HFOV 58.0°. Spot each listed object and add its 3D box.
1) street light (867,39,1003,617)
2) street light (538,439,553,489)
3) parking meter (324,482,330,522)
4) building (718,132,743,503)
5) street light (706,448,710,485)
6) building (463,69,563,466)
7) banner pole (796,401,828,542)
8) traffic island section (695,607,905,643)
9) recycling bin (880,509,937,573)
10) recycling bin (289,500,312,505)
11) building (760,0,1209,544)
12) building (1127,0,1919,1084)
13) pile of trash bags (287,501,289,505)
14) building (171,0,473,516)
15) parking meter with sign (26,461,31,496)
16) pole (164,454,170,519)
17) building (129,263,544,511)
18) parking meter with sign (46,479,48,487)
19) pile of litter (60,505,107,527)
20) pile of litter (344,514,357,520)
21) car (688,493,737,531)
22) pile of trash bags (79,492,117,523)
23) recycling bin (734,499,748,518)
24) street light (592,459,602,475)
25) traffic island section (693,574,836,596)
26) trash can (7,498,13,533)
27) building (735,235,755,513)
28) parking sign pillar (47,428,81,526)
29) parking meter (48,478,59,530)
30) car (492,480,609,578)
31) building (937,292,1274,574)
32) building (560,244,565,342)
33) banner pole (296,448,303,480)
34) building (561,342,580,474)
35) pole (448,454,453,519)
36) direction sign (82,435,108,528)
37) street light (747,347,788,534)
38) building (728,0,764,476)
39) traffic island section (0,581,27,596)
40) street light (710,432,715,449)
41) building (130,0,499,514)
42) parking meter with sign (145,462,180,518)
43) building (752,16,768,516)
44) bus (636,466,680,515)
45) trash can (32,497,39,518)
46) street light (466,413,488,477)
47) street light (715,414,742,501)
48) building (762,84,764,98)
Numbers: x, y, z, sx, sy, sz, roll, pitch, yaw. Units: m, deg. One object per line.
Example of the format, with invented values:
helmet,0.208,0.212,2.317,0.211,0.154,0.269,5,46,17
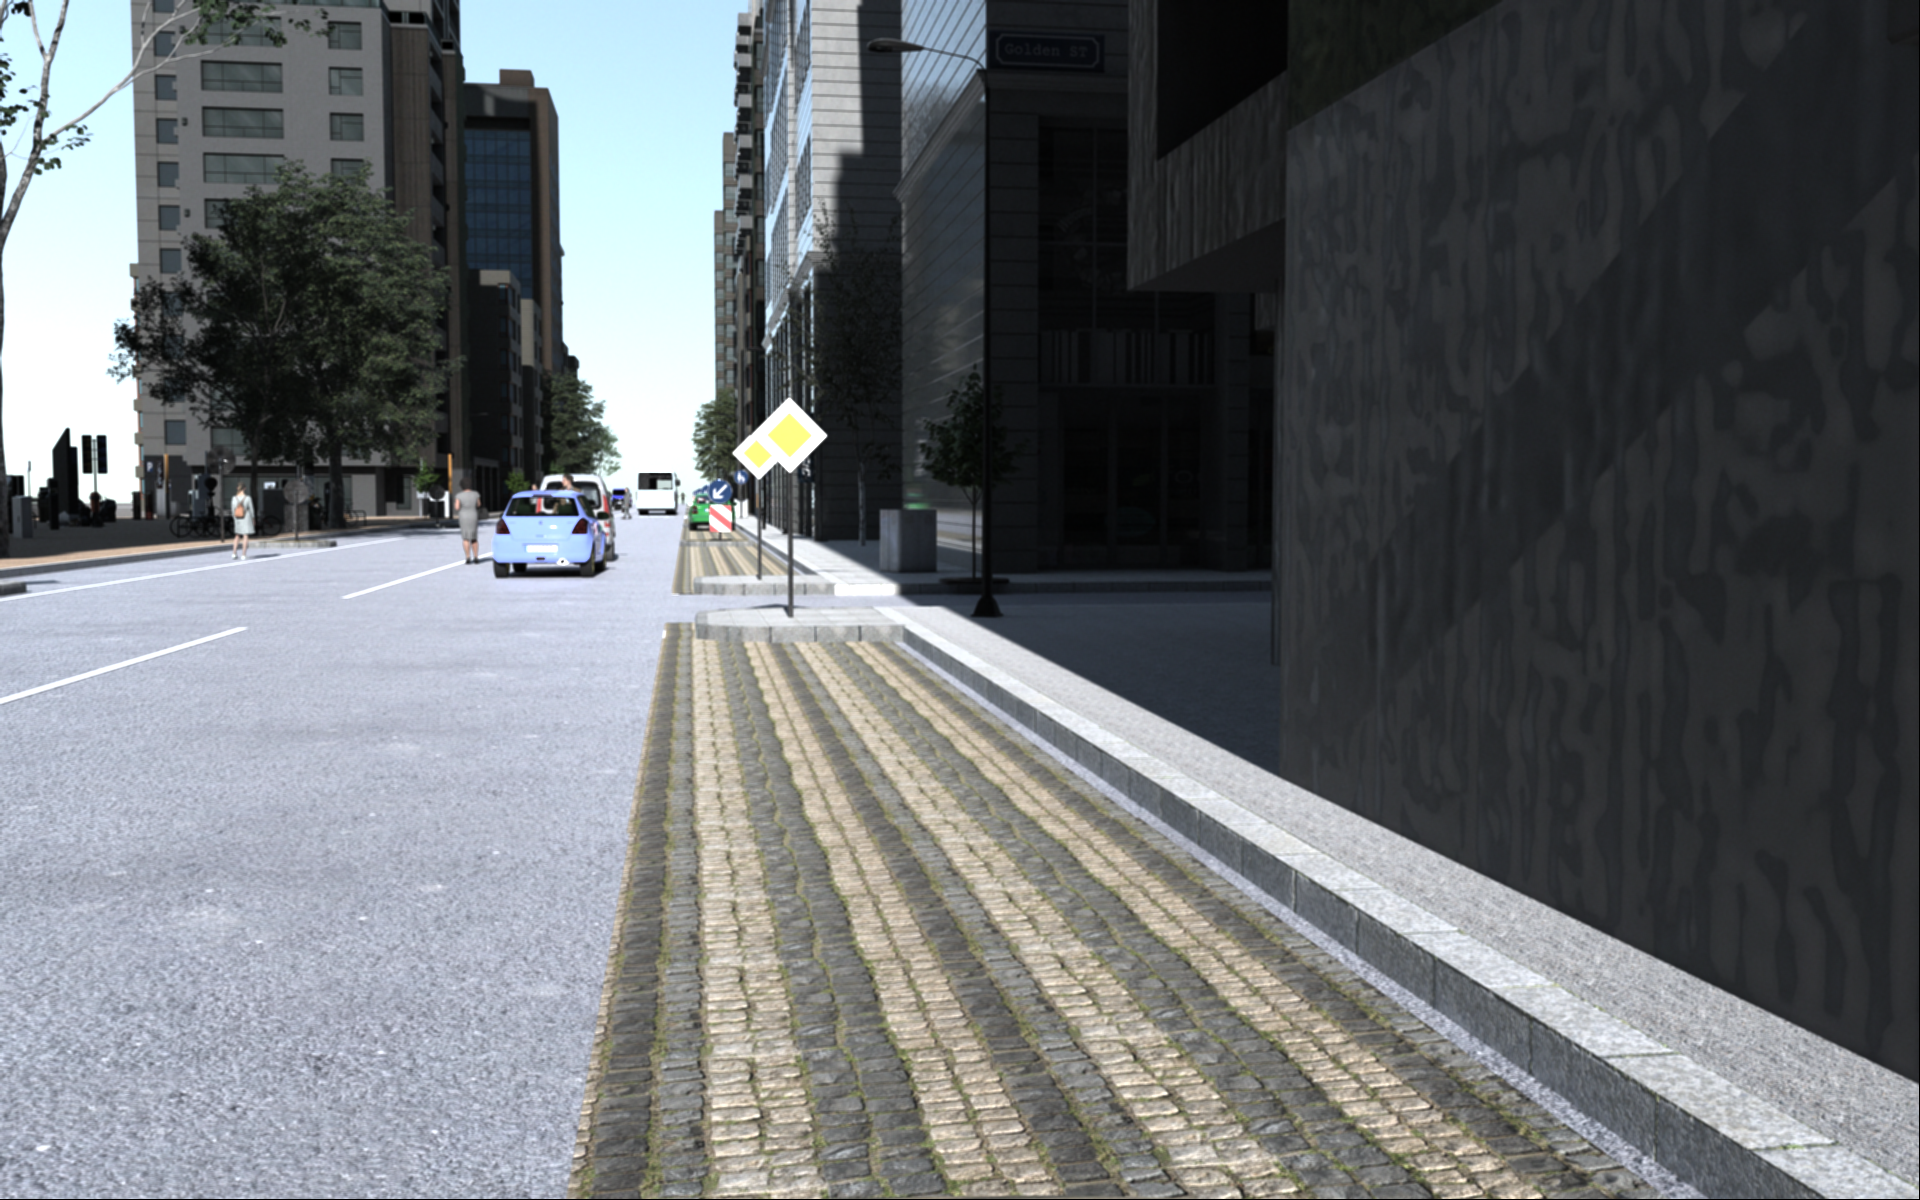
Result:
street light,-0.252,-2.776,17.928,1.470,5.913,1.316,-1,4,-9
street light,-34.787,-10.568,145.328,1.470,5.913,1.316,-1,4,-9
parking meter,-28.590,-4.454,78.528,0.399,1.863,0.255,1,4,22
building,-20.143,-31.556,199.541,14.154,41.232,14.086,-1,4,-9
street light,-24.942,-12.385,175.030,1.470,5.913,1.316,-1,4,-9
building,-50.583,-32.815,186.639,14.600,45.320,14.200,-1,4,-9
banner pole,-3.996,-3.472,46.784,0.863,3.779,0.401,0,4,-4
traffic island section,-1.741,0.259,18.039,2.009,0.180,2.903,-1,4,-9
recycling bin,-0.854,-0.981,28.595,0.722,1.027,0.722,-2,4,-30
recycling bin,-27.740,-3.689,72.867,0.722,1.027,0.722,0,4,-2
building,-1.002,-17.433,62.519,11.434,29.767,29.804,-1,4,-9
building,8.057,-14.579,10.065,14.160,30.474,14.107,-1,4,-9
pile of trash bags,-36.963,-5.151,93.964,1.912,1.369,3.447,-3,4,-38
building,-37.584,-20.321,103.948,14.160,30.474,14.107,-1,4,-9
parking meter with sign,-49.317,-5.737,90.065,1.738,3.016,0.543,-3,5,-41
pole,-40.436,-5.777,88.294,0.158,3.312,0.155,0,3,0
building,-50.600,-18.417,146.157,27.650,21.520,28.899,-1,4,-9
parking meter with sign,-46.196,-5.632,88.338,1.738,3.016,0.543,2,4,33
pile of litter,-34.744,-3.341,68.587,1.719,0.858,1.176,-2,4,-26
pile of litter,-30.500,-4.354,85.160,1.719,0.858,1.176,-1,4,-22
car,-9.801,-3.655,68.554,1.959,1.807,4.718,0,4,-8
pile of trash bags,-39.172,-4.191,78.279,1.912,1.369,3.447,-2,4,-31
recycling bin,-11.775,-4.928,93.127,0.722,1.027,0.722,-1,4,-8
street light,-47.677,-15.590,227.429,1.470,5.913,1.316,-1,4,-9
traffic island section,-2.977,-0.223,25.929,2.009,0.180,2.903,-1,4,-9
trash can,-31.119,-2.751,56.626,0.748,1.137,0.748,0,3,0
building,-2.817,-17.573,132.360,27.650,21.520,28.899,-1,4,-9
parking sign pillar,-36.638,-5.044,70.937,1.447,3.967,1.447,3,4,38
parking meter,-32.605,-3.462,62.308,0.255,1.863,0.399,-3,4,-37
car,-7.287,-1.308,30.970,1.945,1.707,3.694,0,4,-7
building,14.124,-15.716,34.453,29.804,29.767,11.434,-1,4,-9
building,-66.589,-33.147,233.828,32.217,40.220,23.993,-1,4,-9
banner pole,-33.764,-6.029,88.591,0.401,3.779,0.863,0,4,7
building,-60.772,-22.232,208.531,27.650,21.520,28.899,-1,4,-9
pole,-25.961,-5.775,88.257,0.158,3.312,0.155,0,3,0
direction sign,-33.158,-4.552,66.420,0.876,3.537,0.379,-1,4,-10
street light,-6.044,-5.041,54.963,1.470,5.913,1.316,-1,4,-9
building,-9.525,-33.105,160.875,23.786,49.044,30.456,-1,4,-9
traffic island section,-14.430,-0.114,24.147,2.009,0.180,2.903,-1,4,-9
street light,-17.758,-9.597,129.451,1.470,5.913,1.316,-1,4,-9
building,-43.447,-41.690,119.880,20.563,71.187,20.611,-1,4,-9
parking meter with sign,-43.053,-5.955,93.620,1.738,3.016,0.543,1,4,10
building,-6.134,-20.682,109.846,14.160,30.474,14.107,-1,4,-9
bus,-21.183,-7.745,121.489,2.948,3.499,13.247,-1,4,-8
trash can,-49.386,-4.943,92.467,0.748,1.137,0.748,0,3,0
street light,-27.791,-7.768,99.553,1.470,5.913,1.316,-1,4,-9
street light,-13.238,-7.812,100.274,1.470,5.913,1.316,-1,4,-9
building,-2.548,-18.113,89.654,14.314,27.812,24.014,-1,4,-9
